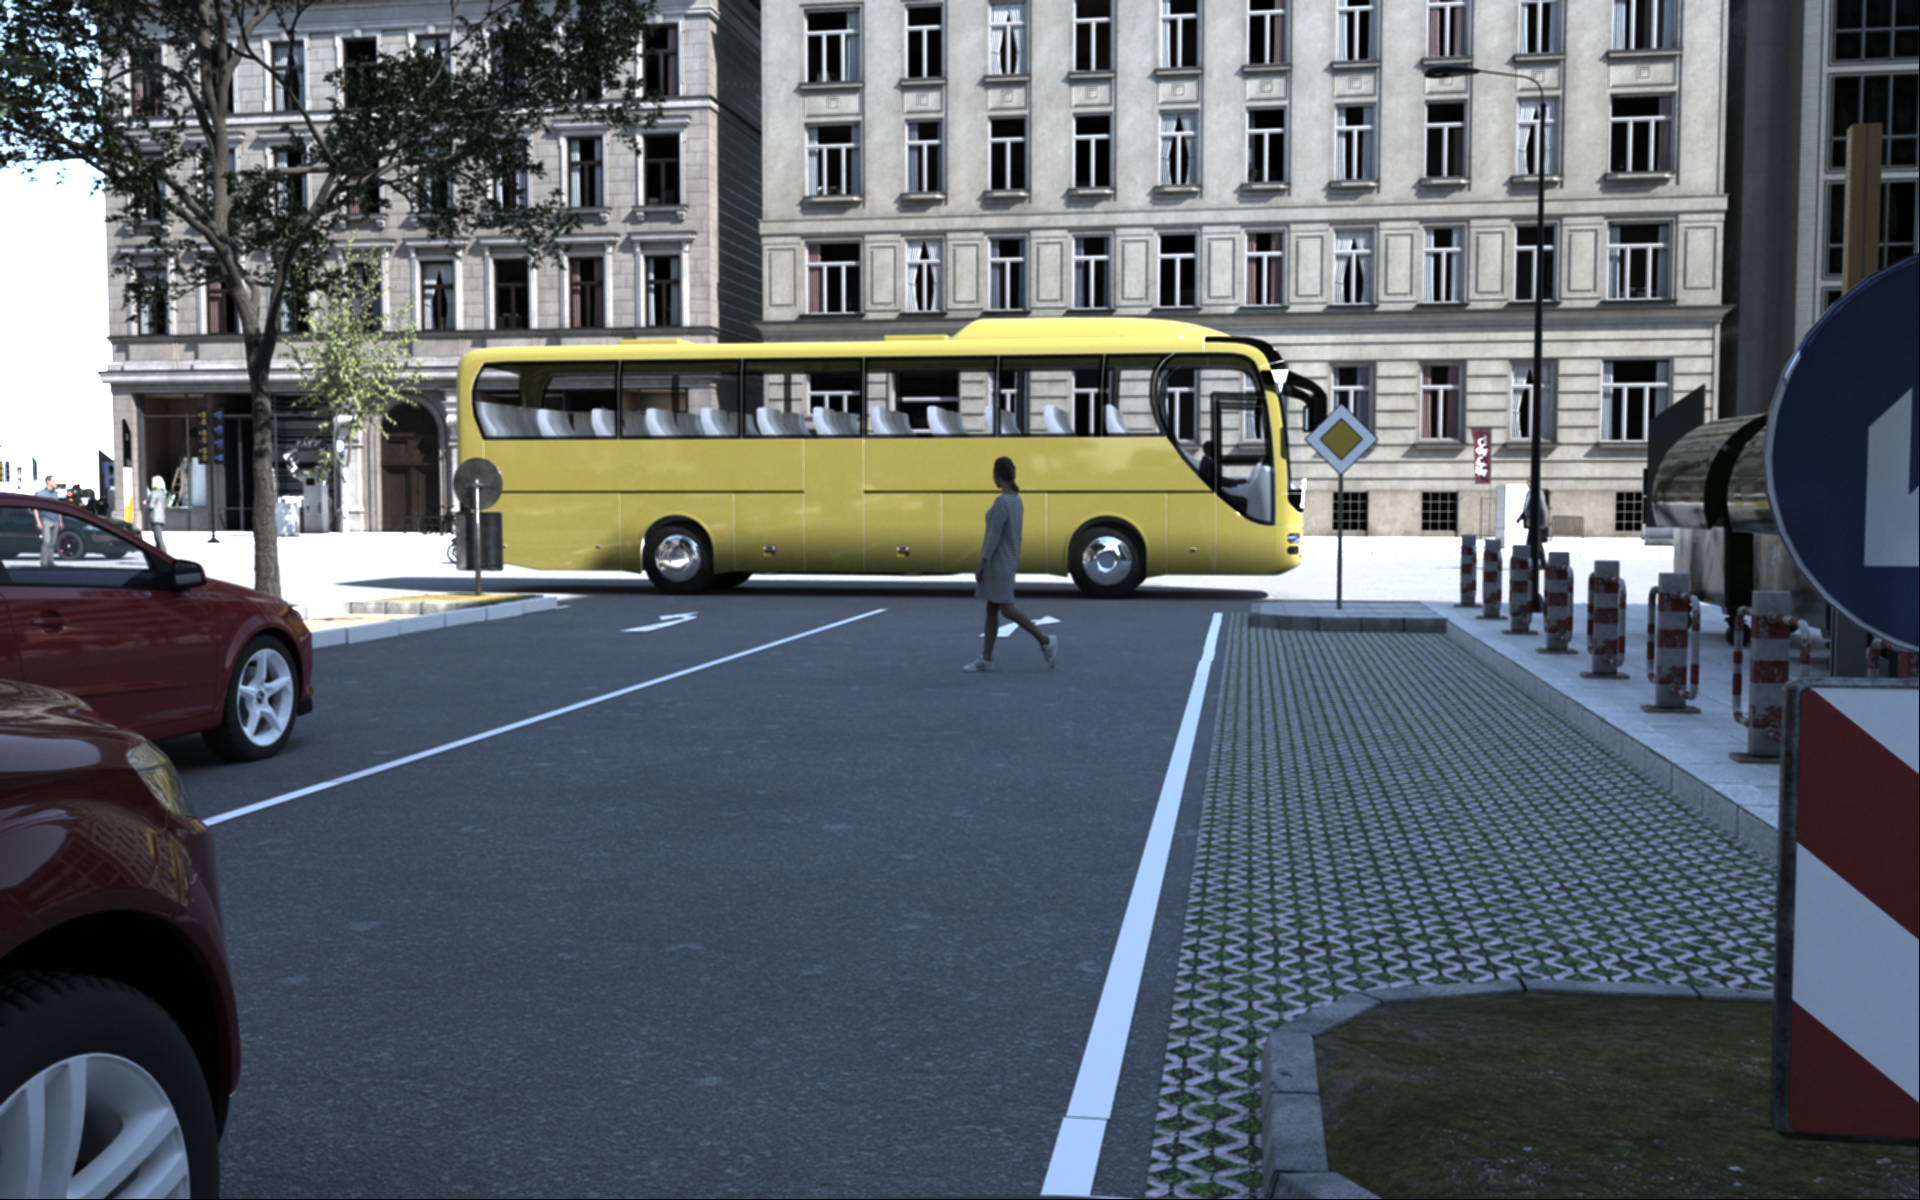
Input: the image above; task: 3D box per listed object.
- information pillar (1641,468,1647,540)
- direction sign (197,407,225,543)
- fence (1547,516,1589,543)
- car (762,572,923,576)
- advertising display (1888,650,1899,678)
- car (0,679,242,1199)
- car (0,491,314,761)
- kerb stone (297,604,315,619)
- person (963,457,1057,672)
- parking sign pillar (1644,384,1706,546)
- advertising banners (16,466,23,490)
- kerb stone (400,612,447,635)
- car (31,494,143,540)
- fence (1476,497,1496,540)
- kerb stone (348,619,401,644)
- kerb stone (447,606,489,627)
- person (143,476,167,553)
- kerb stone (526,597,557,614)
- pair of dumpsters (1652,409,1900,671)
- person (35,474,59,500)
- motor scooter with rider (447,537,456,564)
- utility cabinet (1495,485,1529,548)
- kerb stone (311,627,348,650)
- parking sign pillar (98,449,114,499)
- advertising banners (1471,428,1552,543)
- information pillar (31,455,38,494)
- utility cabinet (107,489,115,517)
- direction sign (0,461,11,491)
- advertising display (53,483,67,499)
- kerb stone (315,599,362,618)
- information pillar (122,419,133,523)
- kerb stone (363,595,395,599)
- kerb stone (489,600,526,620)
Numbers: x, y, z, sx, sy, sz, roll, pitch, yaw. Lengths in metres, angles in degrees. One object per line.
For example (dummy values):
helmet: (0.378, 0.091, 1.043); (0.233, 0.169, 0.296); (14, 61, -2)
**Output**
information pillar: (19.217, -2.678, 48.282); (0.304, 2.012, 0.304); (3, 5, 44)
direction sign: (-19.540, -3.256, 45.235); (0.876, 3.537, 0.379); (1, 4, 22)
fence: (16.372, -1.916, 46.708); (0.278, 0.683, 2.069); (0, 4, -5)
car: (-1.886, -1.318, 31.330); (4.222, 1.686, 2.009); (1, 4, 11)
advertising display: (6.098, -0.338, 10.744); (0.974, 1.923, 0.123); (-2, 4, -26)
car: (-2.433, 0.480, 0.821); (2.281, 1.827, 5.304); (1, 4, 9)
car: (-4.838, 0.052, 8.198); (2.155, 1.783, 4.494); (1, 4, 10)
kerb stone: (-7.582, 0.174, 19.422); (0.120, 0.150, 1.000); (1, 4, 9)
person: (0.399, -0.290, 13.997); (0.760, 1.731, 0.466); (-1, 4, -13)
parking sign pillar: (17.789, -3.334, 42.989); (1.447, 3.967, 1.447); (3, 4, 37)
advertising banners: (-60.133, -6.946, 109.757); (2.074, 3.025, 0.090); (1, 4, 21)
kerb stone: (-5.671, 0.252, 18.088); (0.120, 0.150, 1.000); (1, 4, 9)
car: (-20.207, -1.732, 38.102); (4.222, 1.686, 2.009); (0, 4, 8)
fence: (15.608, -2.321, 49.152); (2.264, 1.192, 0.480); (-2, 4, -25)
kerb stone: (-5.832, 0.317, 17.077); (0.120, 0.150, 1.000); (1, 4, 9)
kerb stone: (-5.503, 0.189, 19.102); (0.120, 0.150, 1.000); (1, 4, 9)
person: (-16.218, -1.600, 34.841); (0.526, 1.800, 0.537); (0, 4, 1)
kerb stone: (-5.167, 0.065, 21.127); (0.120, 0.150, 1.000); (1, 4, 9)
pair of dumpsters: (6.864, -0.696, 13.880); (1.574, 2.255, 4.437); (1, 4, 9)
person: (-17.508, -1.510, 33.309); (0.434, 1.807, 0.598); (2, 4, 29)
motor scooter with rider: (-9.542, -1.619, 35.439); (1.986, 1.779, 0.876); (1, 4, 9)
utility cabinet: (13.129, -1.967, 40.836); (1.173, 1.500, 0.318); (-2, 4, -33)
kerb stone: (-6.011, 0.377, 16.066); (0.120, 0.150, 1.000); (1, 4, 9)
parking sign pillar: (-51.276, -7.099, 104.540); (1.447, 3.967, 1.447); (2, 4, 26)
advertising banners: (14.605, -3.043, 45.934); (2.074, 3.025, 0.090); (1, 4, 16)
information pillar: (-55.872, -6.928, 104.624); (0.504, 3.616, 0.183); (2, 4, 32)
utility cabinet: (-38.618, -4.336, 79.567); (0.318, 1.500, 1.173); (1, 4, 11)
direction sign: (-64.913, -7.688, 117.695); (0.379, 3.537, 0.876); (2, 4, 24)
advertising display: (-53.207, -5.929, 102.145); (0.974, 1.923, 0.123); (-3, 5, -42)
kerb stone: (-7.401, 0.109, 20.436); (0.120, 0.150, 1.000); (1, 4, 9)
information pillar: (-26.010, -3.839, 54.130); (0.183, 3.616, 0.504); (0, 4, -8)
kerb stone: (-7.242, 0.046, 21.451); (0.120, 0.150, 1.000); (1, 4, 9)
kerb stone: (-5.330, 0.129, 20.112); (0.120, 0.150, 1.000); (1, 4, 9)
